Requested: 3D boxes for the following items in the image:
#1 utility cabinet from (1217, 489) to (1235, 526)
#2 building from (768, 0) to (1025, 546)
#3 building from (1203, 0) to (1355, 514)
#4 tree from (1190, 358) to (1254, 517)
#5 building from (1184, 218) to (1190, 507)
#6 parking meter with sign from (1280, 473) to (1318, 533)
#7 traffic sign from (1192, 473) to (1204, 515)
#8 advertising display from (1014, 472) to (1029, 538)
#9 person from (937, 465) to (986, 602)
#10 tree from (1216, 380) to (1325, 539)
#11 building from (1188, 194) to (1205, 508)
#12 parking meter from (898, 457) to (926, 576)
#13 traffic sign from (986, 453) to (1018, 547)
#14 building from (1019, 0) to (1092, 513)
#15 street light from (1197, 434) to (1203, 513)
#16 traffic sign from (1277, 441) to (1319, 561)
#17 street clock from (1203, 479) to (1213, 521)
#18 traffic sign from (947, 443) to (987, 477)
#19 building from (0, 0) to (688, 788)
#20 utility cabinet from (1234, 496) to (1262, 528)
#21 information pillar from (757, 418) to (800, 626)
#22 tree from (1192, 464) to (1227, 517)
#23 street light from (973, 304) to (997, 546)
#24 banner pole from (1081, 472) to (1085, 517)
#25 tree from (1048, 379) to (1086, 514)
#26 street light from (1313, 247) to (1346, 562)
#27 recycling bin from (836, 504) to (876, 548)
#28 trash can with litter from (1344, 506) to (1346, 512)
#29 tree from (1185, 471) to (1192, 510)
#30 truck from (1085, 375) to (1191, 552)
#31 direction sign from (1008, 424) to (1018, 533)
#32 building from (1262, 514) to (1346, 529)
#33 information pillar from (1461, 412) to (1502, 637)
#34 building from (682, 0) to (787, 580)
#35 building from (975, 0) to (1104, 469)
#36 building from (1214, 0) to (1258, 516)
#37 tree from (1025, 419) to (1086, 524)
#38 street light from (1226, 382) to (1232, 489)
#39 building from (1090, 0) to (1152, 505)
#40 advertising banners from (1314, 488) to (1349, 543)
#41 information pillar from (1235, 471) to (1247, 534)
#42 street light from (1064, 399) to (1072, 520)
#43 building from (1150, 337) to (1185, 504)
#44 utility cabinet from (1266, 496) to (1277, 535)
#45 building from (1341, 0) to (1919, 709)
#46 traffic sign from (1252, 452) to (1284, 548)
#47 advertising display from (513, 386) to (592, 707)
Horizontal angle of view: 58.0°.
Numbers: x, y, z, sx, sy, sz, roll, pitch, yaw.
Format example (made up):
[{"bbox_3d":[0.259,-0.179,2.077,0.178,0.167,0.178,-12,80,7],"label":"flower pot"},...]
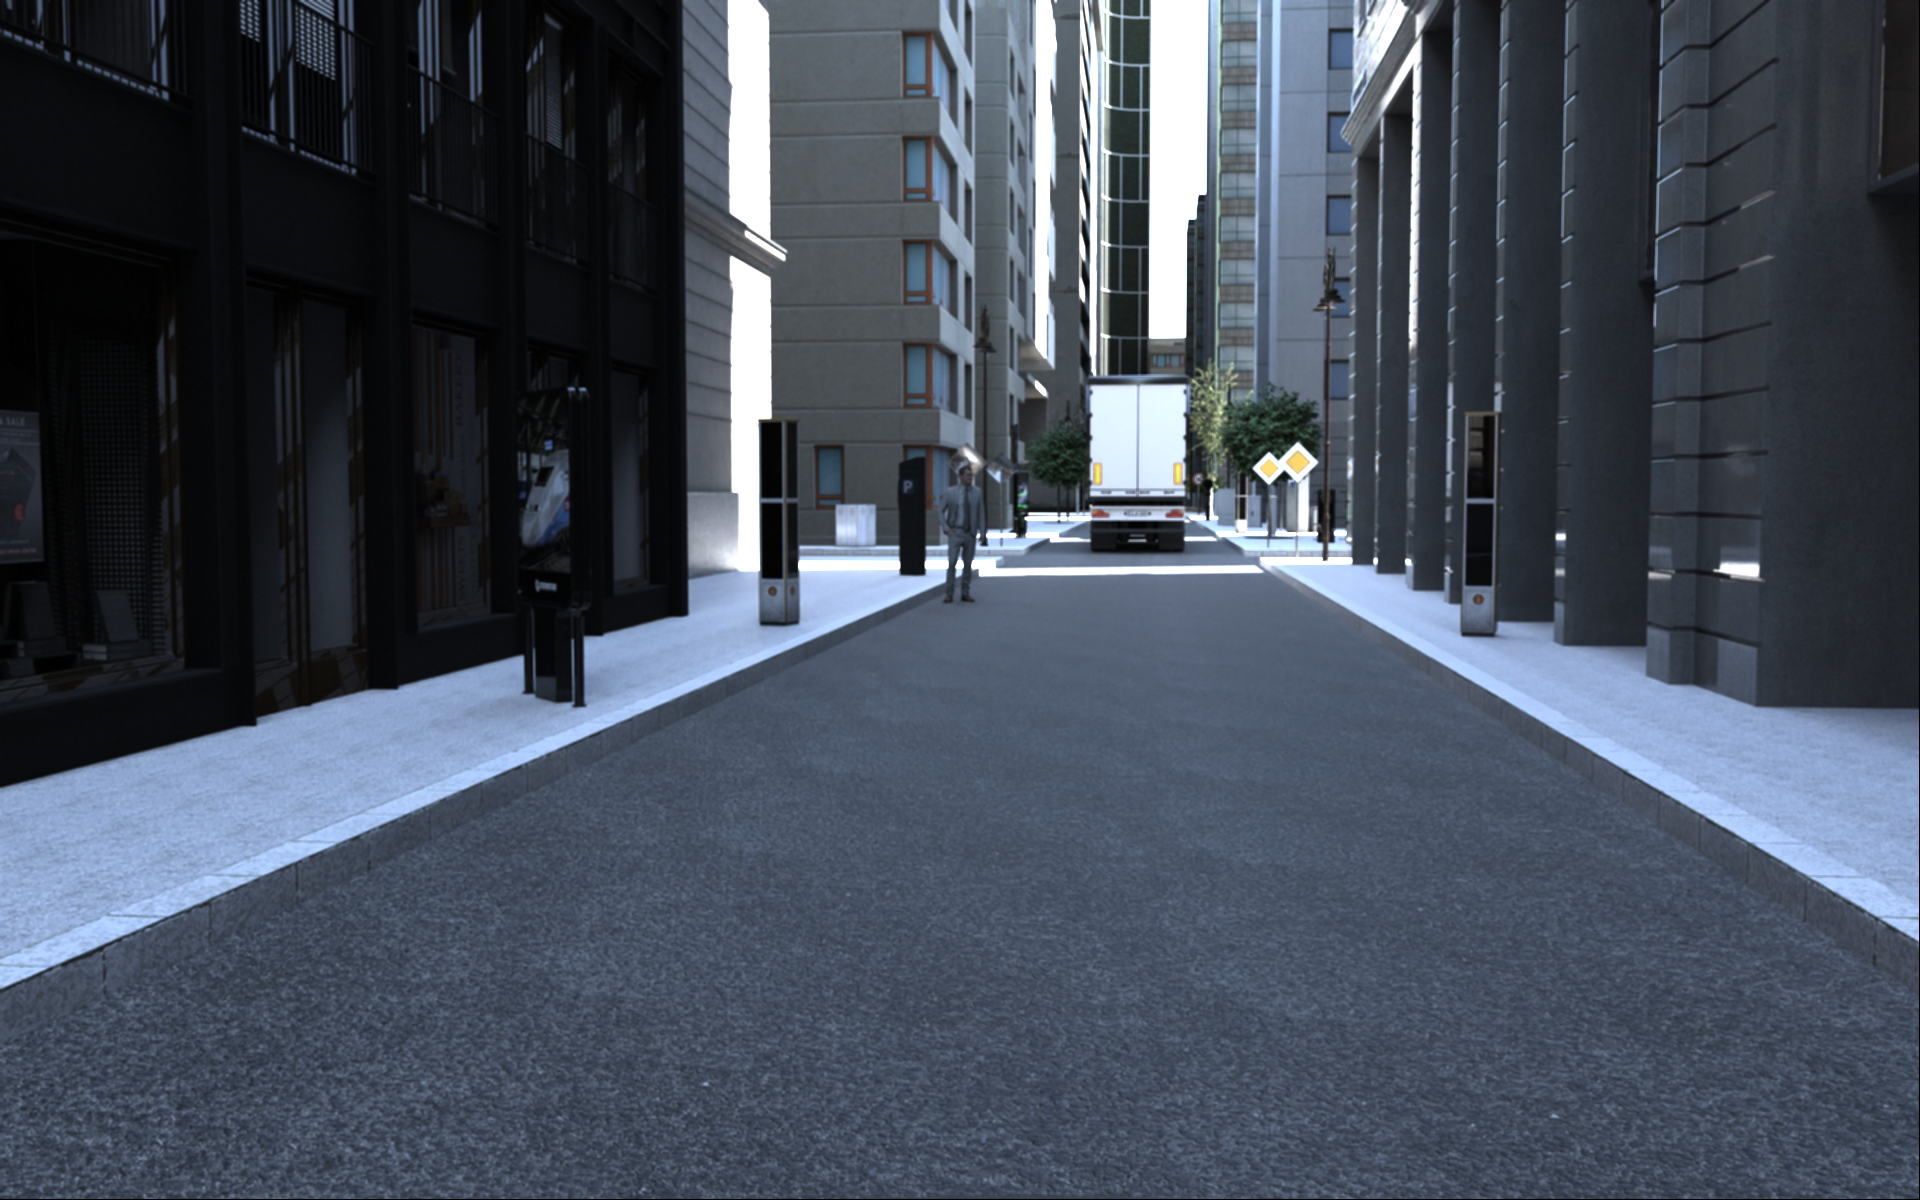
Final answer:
[{"bbox_3d":[10.822,-3.708,69.312,0.318,1.500,1.173,-3,4,-36],"label":"utility cabinet"},{"bbox_3d":[-12.665,-13.015,57.834,27.650,21.520,28.899,0,4,6],"label":"building"},{"bbox_3d":[31.260,-36.929,145.780,21.231,58.520,28.212,0,4,6],"label":"building"},{"bbox_3d":[13.985,-8.829,94.718,4.737,8.622,4.395,0,3,0],"label":"tree"},{"bbox_3d":[30.713,-25.122,182.445,14.160,30.474,14.107,0,4,6],"label":"building"},{"bbox_3d":[11.111,-3.704,56.825,1.738,3.016,0.543,-3,4,-38],"label":"parking meter with sign"},{"bbox_3d":[14.276,-6.334,103.671,0.768,2.556,0.104,1,4,15],"label":"traffic sign"},{"bbox_3d":[1.791,-2.787,50.782,0.123,1.923,0.974,1,4,21],"label":"advertising display"},{"bbox_3d":[0.028,-0.885,23.070,0.635,1.810,0.391,-1,4,-22],"label":"person"},{"bbox_3d":[9.031,-4.065,50.180,4.285,4.588,4.351,0,3,0],"label":"tree"},{"bbox_3d":[29.756,-24.241,168.047,14.160,30.474,14.107,0,4,6],"label":"building"},{"bbox_3d":[-0.760,-1.325,27.381,0.399,1.863,0.255,2,4,34],"label":"parking meter"},{"bbox_3d":[1.005,-2.329,41.729,0.795,2.450,0.064,0,4,6],"label":"traffic sign"},{"bbox_3d":[-1.343,-30.835,127.859,21.300,48.544,21.600,0,4,6],"label":"building"},{"bbox_3d":[15.901,-8.681,114.726,0.468,5.910,1.993,0,4,6],"label":"street light"},{"bbox_3d":[6.438,-1.801,33.082,0.795,2.450,0.064,0,4,6],"label":"traffic sign"},{"bbox_3d":[12.024,-4.857,83.984,0.471,2.002,0.358,0,4,-5],"label":"street clock"},{"bbox_3d":[0.134,-1.844,33.792,0.795,2.450,0.064,0,4,6],"label":"traffic sign"},{"bbox_3d":[-9.845,-11.055,10.422,12.332,23.373,15.834,0,4,6],"label":"building"},{"bbox_3d":[11.005,-3.361,66.117,1.020,1.237,0.306,1,4,22],"label":"utility cabinet"},{"bbox_3d":[-1.771,-0.762,16.943,0.304,2.012,0.304,1,4,21],"label":"information pillar"},{"bbox_3d":[14.334,-6.365,98.672,1.663,3.219,1.824,0,3,0],"label":"tree"},{"bbox_3d":[0.614,-4.256,42.366,0.468,5.910,1.993,0,4,6],"label":"street light"},{"bbox_3d":[6.818,-6.495,96.213,0.401,3.779,0.863,-1,4,-12],"label":"banner pole"},{"bbox_3d":[7.286,-9.785,110.350,4.360,8.622,3.978,0,3,0],"label":"tree"},{"bbox_3d":[6.923,-3.660,32.627,0.468,5.910,1.993,0,4,6],"label":"street light"},{"bbox_3d":[-2.525,-1.797,41.931,0.722,1.027,0.722,2,4,34],"label":"recycling bin"},{"bbox_3d":[10.778,-2.179,47.019,0.624,1.170,1.055,1,4,18],"label":"trash can with litter"},{"bbox_3d":[17.972,-8.153,127.900,1.663,3.219,1.824,0,3,0],"label":"tree"},{"bbox_3d":[4.783,-3.519,46.445,2.839,4.237,11.283,0,4,6],"label":"truck"},{"bbox_3d":[1.767,-3.946,56.517,0.379,3.537,0.876,-1,4,-11],"label":"direction sign"},{"bbox_3d":[23.661,-32.626,75.441,21.231,58.520,28.212,0,4,6],"label":"building"},{"bbox_3d":[4.704,-0.681,15.634,0.304,2.012,0.304,1,4,21],"label":"information pillar"},{"bbox_3d":[-15.116,-14.621,26.445,23.554,28.519,14.401,0,4,6],"label":"building"},{"bbox_3d":[0.560,-36.014,178.061,27.495,52.752,28.713,0,4,6],"label":"building"},{"bbox_3d":[22.937,-25.919,107.369,14.154,41.232,14.086,0,4,6],"label":"building"},{"bbox_3d":[4.433,-5.643,75.979,4.285,4.588,4.351,0,3,0],"label":"tree"},{"bbox_3d":[11.141,-6.058,71.832,0.468,5.910,1.993,0,4,6],"label":"street light"},{"bbox_3d":[12.771,-47.187,209.760,20.611,71.187,20.563,0,4,6],"label":"building"},{"bbox_3d":[10.296,-2.996,45.170,2.074,3.025,0.090,1,4,19],"label":"advertising banners"},{"bbox_3d":[9.039,-3.132,55.698,0.304,2.012,0.304,-1,4,-9],"label":"information pillar"},{"bbox_3d":[5.282,-6.843,84.666,0.468,5.910,1.993,0,4,6],"label":"street light"},{"bbox_3d":[37.849,-22.498,212.882,28.899,21.520,27.650,0,4,6],"label":"building"},{"bbox_3d":[9.834,-2.662,54.687,0.306,1.237,1.020,0,4,8],"label":"utility cabinet"},{"bbox_3d":[10.928,-14.593,16.093,11.434,29.767,29.804,0,4,6],"label":"building"},{"bbox_3d":[7.309,-2.286,41.020,0.795,2.450,0.064,0,4,6],"label":"traffic sign"},{"bbox_3d":[-2.534,-0.338,10.748,0.123,1.923,0.974,-2,4,-34],"label":"advertising display"}]
